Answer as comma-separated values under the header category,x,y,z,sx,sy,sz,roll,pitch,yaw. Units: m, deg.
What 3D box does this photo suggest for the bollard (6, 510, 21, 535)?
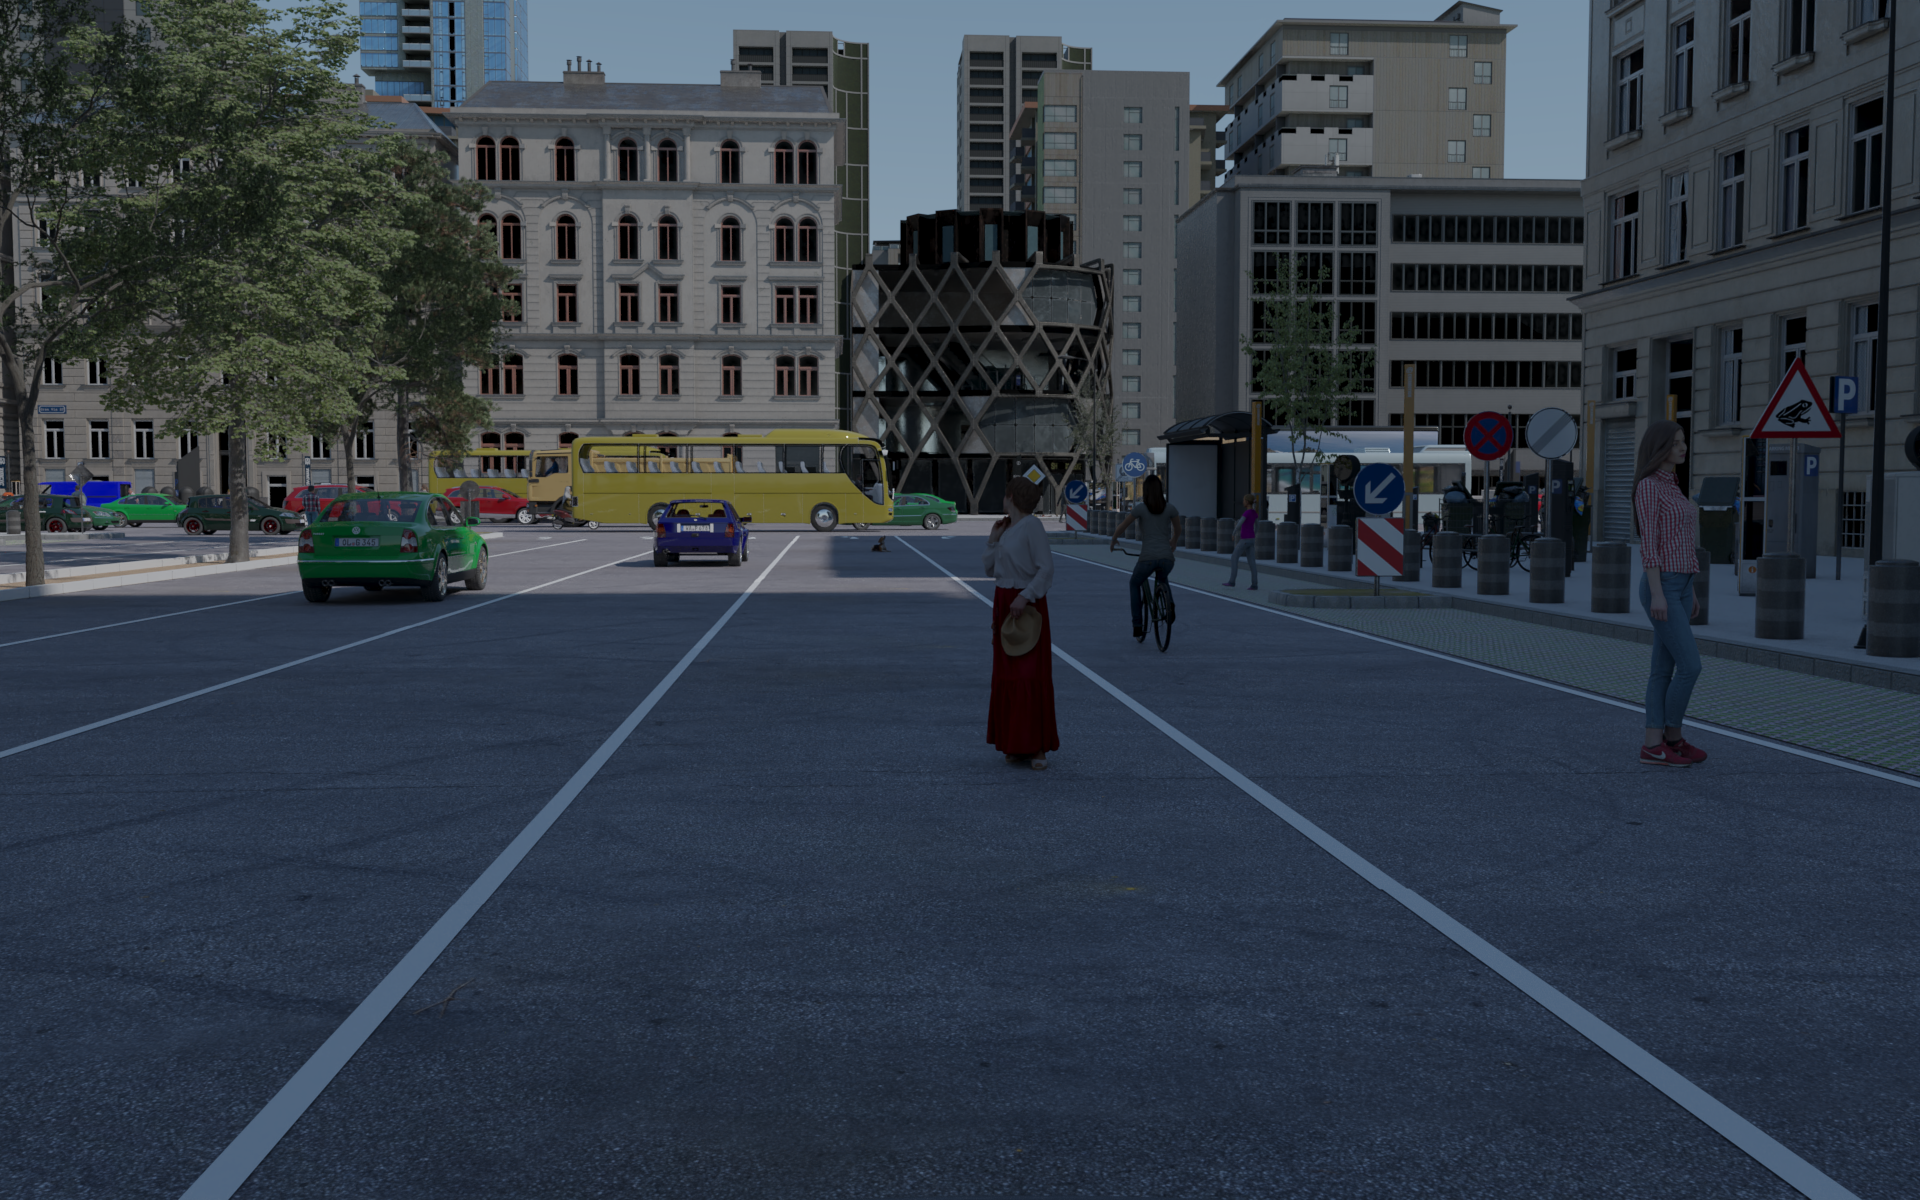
category,x,y,z,sx,sy,sz,roll,pitch,yaw
bollard,-30.092,-2.467,55.059,0.404,0.777,0.398,0,3,0

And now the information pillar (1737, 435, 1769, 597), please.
category,x,y,z,sx,sy,sz,roll,pitch,yaw
information pillar,9.956,-1.055,21.741,0.304,2.012,0.304,1,4,21

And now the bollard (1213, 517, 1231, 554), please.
category,x,y,z,sx,sy,sz,roll,pitch,yaw
bollard,5.732,-1.379,37.269,0.404,0.777,0.398,0,3,0

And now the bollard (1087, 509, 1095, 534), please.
category,x,y,z,sx,sy,sz,roll,pitch,yaw
bollard,4.404,-2.512,55.782,0.404,0.777,0.398,0,3,0

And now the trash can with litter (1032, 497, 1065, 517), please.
category,x,y,z,sx,sy,sz,roll,pitch,yaw
trash can with litter,4.819,-5.274,97.288,2.233,1.210,1.678,0,4,-7

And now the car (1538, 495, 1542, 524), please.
category,x,y,z,sx,sy,sz,roll,pitch,yaw
car,26.471,-4.568,83.725,4.494,1.783,2.155,0,4,-6

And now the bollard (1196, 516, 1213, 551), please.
category,x,y,z,sx,sy,sz,roll,pitch,yaw
bollard,5.613,-1.482,38.949,0.404,0.777,0.398,0,3,0

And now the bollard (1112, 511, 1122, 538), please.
category,x,y,z,sx,sy,sz,roll,pitch,yaw
bollard,4.767,-2.204,50.745,0.404,0.777,0.398,0,3,0

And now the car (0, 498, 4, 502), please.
category,x,y,z,sx,sy,sz,roll,pitch,yaw
car,-43.339,-3.966,77.198,4.827,1.381,2.083,0,4,-3

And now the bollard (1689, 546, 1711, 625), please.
category,x,y,z,sx,sy,sz,roll,pitch,yaw
bollard,7.179,-0.145,17.089,0.404,0.777,0.398,0,3,0

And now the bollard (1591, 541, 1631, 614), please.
category,x,y,z,sx,sy,sz,roll,pitch,yaw
bollard,7.057,-0.248,18.772,0.404,0.777,0.398,0,3,0

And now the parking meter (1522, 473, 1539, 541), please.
category,x,y,z,sx,sy,sz,roll,pitch,yaw
parking meter,15.490,-2.529,47.066,0.399,1.863,0.255,0,4,2

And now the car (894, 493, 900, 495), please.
category,x,y,z,sx,sy,sz,roll,pitch,yaw
car,-3.769,-4.987,90.337,4.718,1.807,1.959,0,4,-6

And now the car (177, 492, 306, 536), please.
category,x,y,z,sx,sy,sz,roll,pitch,yaw
car,-25.179,-3.113,60.677,4.222,1.686,2.009,0,4,-5

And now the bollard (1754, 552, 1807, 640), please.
category,x,y,z,sx,sy,sz,roll,pitch,yaw
bollard,7.300,-0.042,15.410,0.404,0.777,0.398,0,3,0

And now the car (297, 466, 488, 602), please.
category,x,y,z,sx,sy,sz,roll,pitch,yaw
car,-7.875,-0.952,24.369,1.959,1.807,4.718,0,4,-4

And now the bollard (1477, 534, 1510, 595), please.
category,x,y,z,sx,sy,sz,roll,pitch,yaw
bollard,6.818,-0.453,22.130,0.404,0.777,0.398,0,3,0

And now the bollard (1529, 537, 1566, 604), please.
category,x,y,z,sx,sy,sz,roll,pitch,yaw
bollard,6.936,-0.351,20.451,0.404,0.777,0.398,0,3,0

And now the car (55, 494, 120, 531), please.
category,x,y,z,sx,sy,sz,roll,pitch,yaw
car,-35.550,-3.430,67.876,4.920,1.459,2.131,0,4,-5

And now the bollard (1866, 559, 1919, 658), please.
category,x,y,z,sx,sy,sz,roll,pitch,yaw
bollard,7.420,0.060,13.731,0.404,0.777,0.398,0,3,0

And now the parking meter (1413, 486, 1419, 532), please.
category,x,y,z,sx,sy,sz,roll,pitch,yaw
parking meter,14.234,-2.818,54.490,0.372,1.533,0.369,0,3,0

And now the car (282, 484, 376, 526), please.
category,x,y,z,sx,sy,sz,roll,pitch,yaw
car,-23.501,-3.574,67.113,5.304,1.827,2.281,0,4,-2

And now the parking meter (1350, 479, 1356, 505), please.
category,x,y,z,sx,sy,sz,roll,pitch,yaw
parking meter,10.866,-2.559,47.554,0.255,1.863,0.399,2,4,31

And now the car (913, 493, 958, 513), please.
category,x,y,z,sx,sy,sz,roll,pitch,yaw
car,-2.478,-4.854,88.166,4.718,1.807,1.959,0,4,-3

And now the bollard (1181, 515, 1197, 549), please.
category,x,y,z,sx,sy,sz,roll,pitch,yaw
bollard,5.491,-1.585,40.629,0.404,0.777,0.398,0,3,0

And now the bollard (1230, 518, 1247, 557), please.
category,x,y,z,sx,sy,sz,roll,pitch,yaw
bollard,5.849,-1.277,35.589,0.404,0.777,0.398,0,3,0

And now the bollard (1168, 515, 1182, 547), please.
category,x,y,z,sx,sy,sz,roll,pitch,yaw
bollard,5.367,-1.688,42.317,0.404,0.777,0.398,0,3,0

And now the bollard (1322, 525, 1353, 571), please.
category,x,y,z,sx,sy,sz,roll,pitch,yaw
bollard,6.337,-0.866,28.868,0.404,0.777,0.398,0,3,0

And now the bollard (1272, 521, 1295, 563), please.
category,x,y,z,sx,sy,sz,roll,pitch,yaw
bollard,6.096,-1.071,32.232,0.404,0.777,0.398,0,3,0

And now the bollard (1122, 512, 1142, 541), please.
category,x,y,z,sx,sy,sz,roll,pitch,yaw
bollard,4.889,-2.101,49.067,0.404,0.777,0.398,0,3,0

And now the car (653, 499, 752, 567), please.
category,x,y,z,sx,sy,sz,roll,pitch,yaw
car,-5.272,-1.404,35.534,1.945,1.354,3.894,0,4,-4

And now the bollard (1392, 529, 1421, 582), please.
category,x,y,z,sx,sy,sz,roll,pitch,yaw
bollard,6.573,-0.660,25.505,0.404,0.777,0.398,0,3,0

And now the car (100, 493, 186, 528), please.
category,x,y,z,sx,sy,sz,roll,pitch,yaw
car,-34.369,-4.009,74.336,4.718,1.807,1.959,0,4,-3

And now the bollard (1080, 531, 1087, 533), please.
category,x,y,z,sx,sy,sz,roll,pitch,yaw
bollard,4.280,-2.616,57.482,0.404,0.777,0.398,0,3,0

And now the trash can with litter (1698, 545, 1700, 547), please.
category,x,y,z,sx,sy,sz,roll,pitch,yaw
trash can with litter,15.011,-1.414,34.509,0.624,1.170,1.055,-1,4,-9

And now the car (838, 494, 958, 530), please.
category,x,y,z,sx,sy,sz,roll,pitch,yaw
car,-2.547,-3.540,69.673,4.920,1.459,2.131,0,4,-6

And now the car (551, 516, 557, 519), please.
category,x,y,z,sx,sy,sz,roll,pitch,yaw
car,-21.946,-4.940,89.436,5.304,1.827,2.281,0,4,-5

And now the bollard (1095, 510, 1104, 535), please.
category,x,y,z,sx,sy,sz,roll,pitch,yaw
bollard,4.524,-2.409,54.103,0.404,0.777,0.398,0,3,0

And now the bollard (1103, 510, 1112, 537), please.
category,x,y,z,sx,sy,sz,roll,pitch,yaw
bollard,4.648,-2.306,52.424,0.404,0.777,0.398,0,3,0

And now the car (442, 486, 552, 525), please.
category,x,y,z,sx,sy,sz,roll,pitch,yaw
car,-21.911,-4.453,81.475,5.304,1.827,2.281,0,4,-2

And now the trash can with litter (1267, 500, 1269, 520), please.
category,x,y,z,sx,sy,sz,roll,pitch,yaw
trash can with litter,8.057,-2.177,46.986,0.624,1.170,1.055,0,4,7

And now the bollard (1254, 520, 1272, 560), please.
category,x,y,z,sx,sy,sz,roll,pitch,yaw
bollard,5.971,-1.174,33.910,0.404,0.777,0.398,0,3,0

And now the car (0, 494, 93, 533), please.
category,x,y,z,sx,sy,sz,roll,pitch,yaw
car,-32.068,-3.036,59.422,4.222,1.686,2.009,0,4,-3

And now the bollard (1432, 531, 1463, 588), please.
category,x,y,z,sx,sy,sz,roll,pitch,yaw
bollard,6.699,-0.556,23.812,0.404,0.777,0.398,0,3,0

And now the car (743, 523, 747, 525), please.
category,x,y,z,sx,sy,sz,roll,pitch,yaw
car,-11.482,-4.374,80.304,4.718,1.807,1.959,0,4,-2

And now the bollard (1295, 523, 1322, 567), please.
category,x,y,z,sx,sy,sz,roll,pitch,yaw
bollard,6.210,-0.968,30.547,0.404,0.777,0.398,0,3,0
